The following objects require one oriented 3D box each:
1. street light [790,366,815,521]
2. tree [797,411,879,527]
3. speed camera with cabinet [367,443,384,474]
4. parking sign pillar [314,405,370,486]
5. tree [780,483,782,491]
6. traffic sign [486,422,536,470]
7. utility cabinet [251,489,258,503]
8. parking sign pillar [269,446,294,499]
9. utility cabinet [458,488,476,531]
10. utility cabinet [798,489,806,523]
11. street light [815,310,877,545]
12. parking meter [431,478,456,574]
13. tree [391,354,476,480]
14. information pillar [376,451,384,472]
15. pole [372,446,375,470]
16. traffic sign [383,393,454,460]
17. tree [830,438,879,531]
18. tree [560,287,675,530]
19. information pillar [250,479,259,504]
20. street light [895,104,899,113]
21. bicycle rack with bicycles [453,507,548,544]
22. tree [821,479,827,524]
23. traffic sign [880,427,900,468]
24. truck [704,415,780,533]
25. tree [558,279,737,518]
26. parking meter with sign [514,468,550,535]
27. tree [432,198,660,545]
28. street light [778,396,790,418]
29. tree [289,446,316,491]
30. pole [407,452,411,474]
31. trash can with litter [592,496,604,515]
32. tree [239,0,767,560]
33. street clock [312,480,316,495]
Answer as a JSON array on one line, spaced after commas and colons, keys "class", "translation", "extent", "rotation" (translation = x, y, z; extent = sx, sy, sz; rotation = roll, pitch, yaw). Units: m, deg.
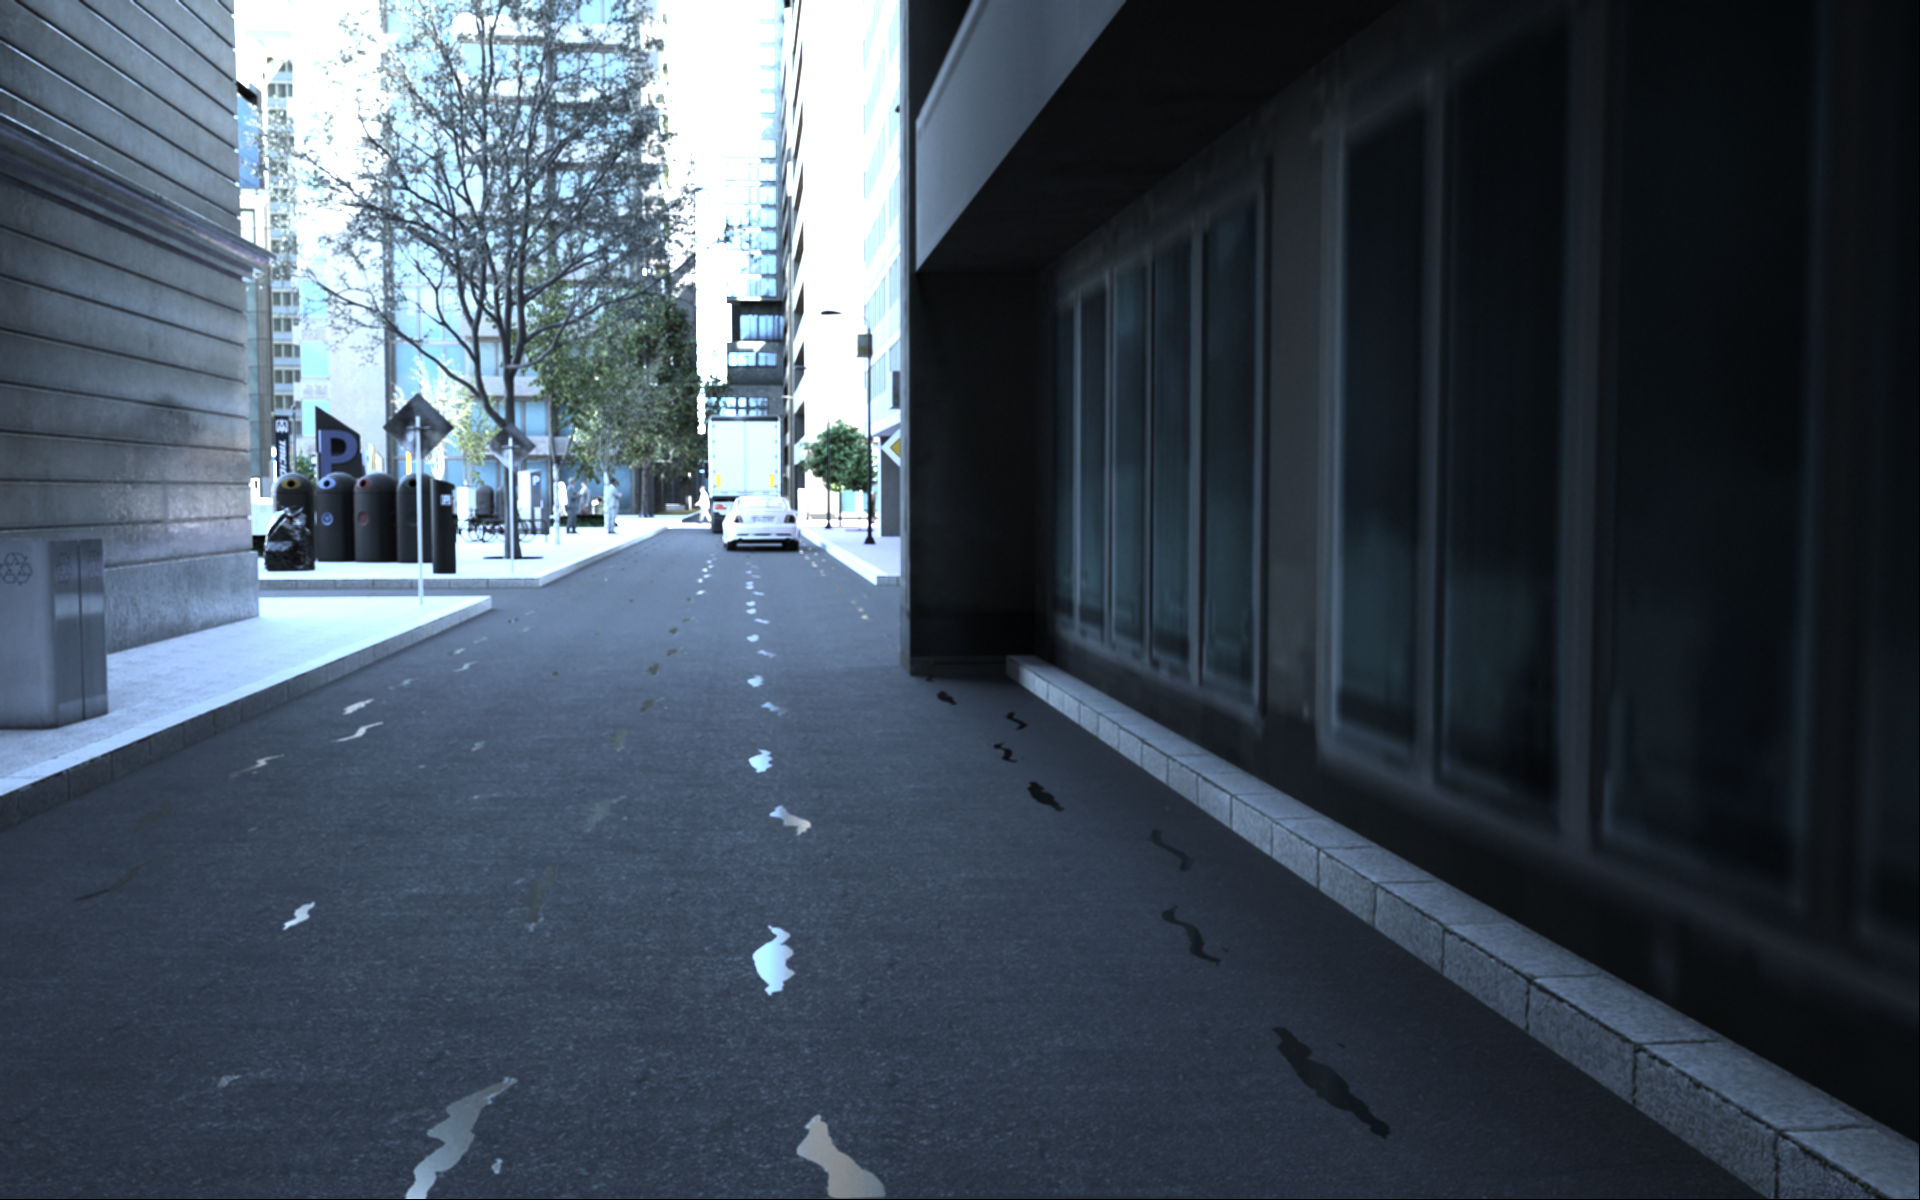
[{"class": "street light", "translation": [-5.339, -5.541, 63.144], "extent": [1.470, 5.913, 1.316], "rotation": [0, 4, -7]}, {"class": "tree", "translation": [-4.676, -5.194, 68.635], "extent": [4.285, 4.588, 4.351], "rotation": [0, 3, 0]}, {"class": "speed camera with cabinet", "translation": [-22.660, -4.451, 67.109], "extent": [0.660, 3.252, 2.038], "rotation": [-1, 4, -14]}, {"class": "parking sign pillar", "translation": [-18.889, -3.929, 52.703], "extent": [1.447, 3.967, 1.447], "rotation": [-2, 4, -30]}, {"class": "tree", "translation": [-19.255, -11.244, 178.445], "extent": [1.663, 3.219, 1.824], "rotation": [0, 3, 0]}, {"class": "traffic sign", "translation": [-7.258, -1.577, 27.967], "extent": [0.795, 2.593, 0.064], "rotation": [0, 4, -7]}, {"class": "utility cabinet", "translation": [-29.399, -3.820, 71.129], "extent": [0.318, 1.500, 1.173], "rotation": [2, 4, 25]}, {"class": "parking sign pillar", "translation": [-37.504, -6.572, 95.918], "extent": [1.447, 3.967, 1.447], "rotation": [0, 4, -8]}, {"class": "utility cabinet", "translation": [-16.989, -3.123, 59.735], "extent": [0.318, 1.500, 1.173], "rotation": [-2, 4, -31]}, {"class": "utility cabinet", "translation": [-6.961, -4.140, 76.367], "extent": [0.318, 1.500, 1.173], "rotation": [0, 4, -7]}, {"class": "street light", "translation": [-2.842, -4.367, 43.947], "extent": [1.470, 5.913, 1.316], "rotation": [0, 4, -7]}, {"class": "parking meter", "translation": [-8.317, -1.192, 27.895], "extent": [0.372, 1.533, 0.369], "rotation": [0, 3, 0]}, {"class": "tree", "translation": [-27.381, -8.548, 90.126], "extent": [4.360, 8.622, 3.978], "rotation": [0, 3, 0]}, {"class": "information pillar", "translation": [-31.807, -6.336, 94.953], "extent": [0.504, 3.616, 0.183], "rotation": [2, 4, 25]}, {"class": "pole", "translation": [-24.822, -4.857, 73.250], "extent": [0.158, 3.312, 0.155], "rotation": [0, 3, 0]}, {"class": "traffic sign", "translation": [-6.270, -1.092, 20.043], "extent": [0.795, 2.593, 0.064], "rotation": [0, 4, -7]}, {"class": "tree", "translation": [-3.521, -4.012, 60.203], "extent": [1.663, 3.219, 1.824], "rotation": [0, 3, 0]}, {"class": "tree", "translation": [-12.458, -6.829, 62.015], "extent": [4.360, 8.622, 3.978], "rotation": [0, 3, 0]}, {"class": "information pillar", "translation": [-34.204, -4.861, 83.972], "extent": [0.304, 2.012, 0.304], "rotation": [2, 4, 32]}, {"class": "street light", "translation": [-0.078, -2.948, 20.748], "extent": [1.470, 5.913, 1.316], "rotation": [0, 4, -7]}, {"class": "bicycle rack with bicycles", "translation": [-12.396, -1.993, 45.974], "extent": [2.925, 0.926, 2.852], "rotation": [-3, 4, -38]}, {"class": "tree", "translation": [-5.267, -4.934, 75.268], "extent": [1.663, 3.219, 1.824], "rotation": [0, 3, 0]}, {"class": "traffic sign", "translation": [-0.911, -1.624, 28.736], "extent": [0.795, 2.593, 0.064], "rotation": [0, 4, -7]}, {"class": "truck", "translation": [-8.462, -4.776, 66.996], "extent": [2.839, 4.237, 11.283], "rotation": [-1, 4, -9]}, {"class": "tree", "translation": [-16.673, -10.694, 91.848], "extent": [9.611, 12.733, 9.660], "rotation": [0, 3, 0]}, {"class": "parking meter with sign", "translation": [-13.576, -3.568, 54.605], "extent": [1.738, 3.016, 0.543], "rotation": [3, 5, 40]}, {"class": "tree", "translation": [-9.892, -5.685, 43.308], "extent": [4.737, 8.622, 4.395], "rotation": [0, 3, 0]}, {"class": "street light", "translation": [-7.772, -6.714, 82.317], "extent": [1.470, 5.913, 1.316], "rotation": [0, 4, -7]}, {"class": "tree", "translation": [-26.320, -4.585, 69.573], "extent": [1.663, 3.219, 1.824], "rotation": [0, 3, 0]}, {"class": "pole", "translation": [-25.944, -5.365, 81.561], "extent": [0.158, 3.312, 0.155], "rotation": [0, 3, 0]}, {"class": "trash can with litter", "translation": [-16.938, -4.220, 80.392], "extent": [0.624, 1.170, 1.055], "rotation": [-2, 4, -34]}, {"class": "tree", "translation": [-8.973, -7.547, 33.757], "extent": [12.009, 13.543, 11.850], "rotation": [0, 3, 0]}, {"class": "street clock", "translation": [-31.247, -4.847, 83.817], "extent": [0.358, 2.002, 0.471], "rotation": [2, 4, 24]}]
